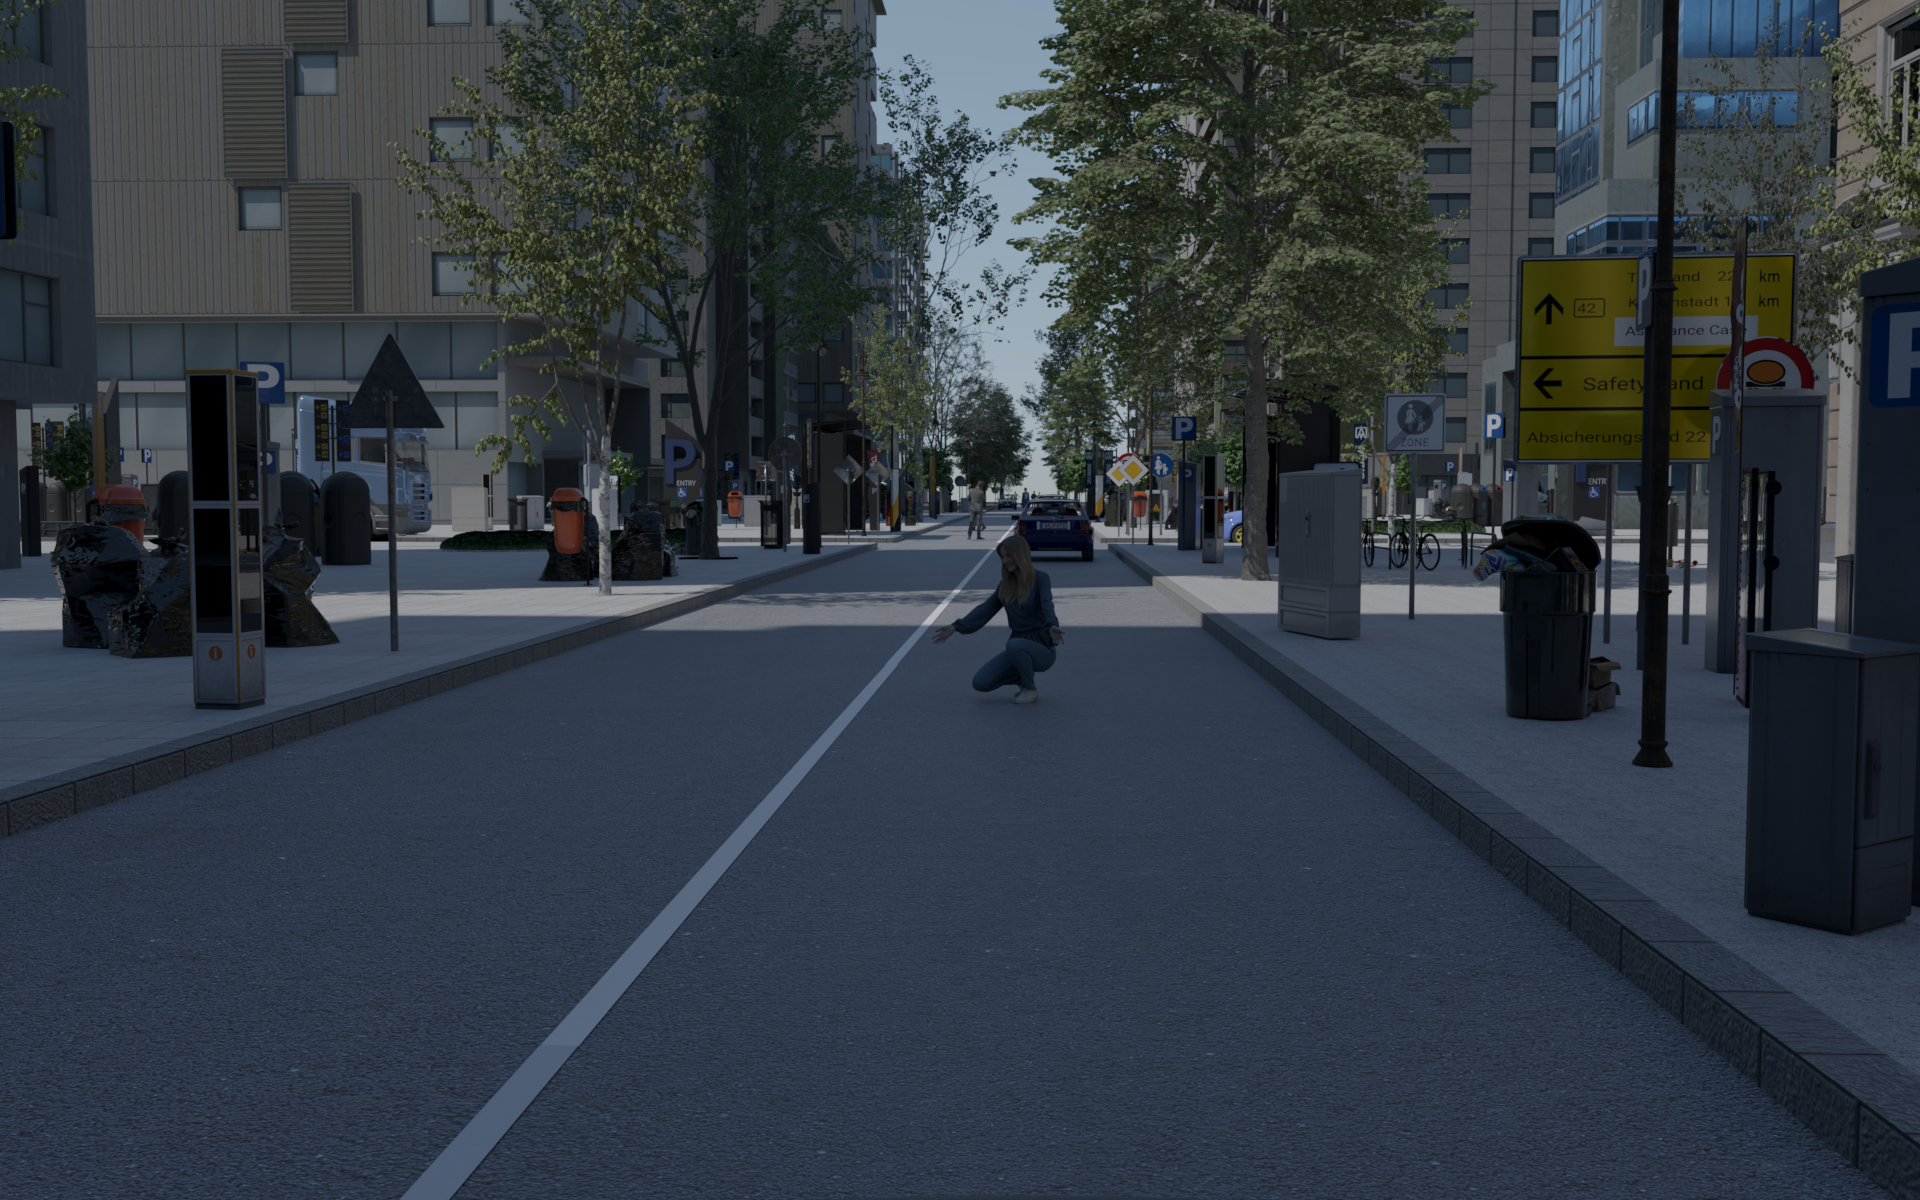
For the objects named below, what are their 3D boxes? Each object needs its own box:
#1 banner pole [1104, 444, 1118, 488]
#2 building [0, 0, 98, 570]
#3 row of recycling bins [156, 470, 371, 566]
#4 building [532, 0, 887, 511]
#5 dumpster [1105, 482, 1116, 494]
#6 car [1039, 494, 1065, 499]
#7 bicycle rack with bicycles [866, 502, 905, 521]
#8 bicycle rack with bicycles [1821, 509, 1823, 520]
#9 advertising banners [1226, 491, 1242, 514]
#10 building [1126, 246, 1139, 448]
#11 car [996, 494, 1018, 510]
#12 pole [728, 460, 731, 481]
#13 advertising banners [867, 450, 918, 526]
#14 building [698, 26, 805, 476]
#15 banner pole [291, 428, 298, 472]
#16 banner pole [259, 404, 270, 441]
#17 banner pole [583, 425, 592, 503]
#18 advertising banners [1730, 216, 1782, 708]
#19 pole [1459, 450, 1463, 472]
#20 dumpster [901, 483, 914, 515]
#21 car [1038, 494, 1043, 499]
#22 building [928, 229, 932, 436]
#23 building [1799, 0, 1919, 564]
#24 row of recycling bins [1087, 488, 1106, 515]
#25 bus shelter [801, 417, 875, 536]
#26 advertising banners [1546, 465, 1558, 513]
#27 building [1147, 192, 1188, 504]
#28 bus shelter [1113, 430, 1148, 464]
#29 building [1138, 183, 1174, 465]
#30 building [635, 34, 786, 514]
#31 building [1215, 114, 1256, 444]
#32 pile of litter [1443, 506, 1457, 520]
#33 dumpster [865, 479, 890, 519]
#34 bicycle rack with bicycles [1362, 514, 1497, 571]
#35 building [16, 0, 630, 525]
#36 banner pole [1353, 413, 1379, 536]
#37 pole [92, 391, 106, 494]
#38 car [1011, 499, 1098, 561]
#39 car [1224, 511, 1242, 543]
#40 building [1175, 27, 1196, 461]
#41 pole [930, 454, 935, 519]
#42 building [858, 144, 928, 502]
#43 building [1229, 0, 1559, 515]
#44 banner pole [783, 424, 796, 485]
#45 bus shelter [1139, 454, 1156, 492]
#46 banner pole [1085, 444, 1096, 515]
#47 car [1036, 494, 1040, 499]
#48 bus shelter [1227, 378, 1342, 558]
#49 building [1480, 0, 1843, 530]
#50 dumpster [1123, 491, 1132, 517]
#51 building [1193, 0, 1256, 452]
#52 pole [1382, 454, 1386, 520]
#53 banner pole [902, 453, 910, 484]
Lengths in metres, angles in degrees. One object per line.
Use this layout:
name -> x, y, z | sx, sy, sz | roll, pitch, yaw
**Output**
banner pole -> 7.571, -5.894, 86.377 | 0.863, 3.779, 0.401 | 0, 4, -2
building -> -22.322, -20.927, 25.759 | 14.086, 41.232, 14.154 | 0, 4, 3
row of recycling bins -> -12.347, -1.450, 30.819 | 3.534, 1.692, 1.069 | -2, 4, -24
building -> -22.284, -35.268, 165.866 | 28.713, 52.752, 27.495 | 0, 4, 3
dumpster -> 7.894, -5.042, 84.924 | 1.502, 2.255, 1.985 | 0, 4, 3
car -> 4.815, -4.954, 90.780 | 2.009, 1.686, 4.222 | 0, 4, 2
bicycle rack with bicycles -> -3.996, -4.256, 82.969 | 2.852, 0.926, 2.925 | -3, 5, -42
bicycle rack with bicycles -> 29.987, -2.848, 59.955 | 2.925, 0.926, 2.852 | -2, 4, -34
advertising banners -> 15.158, -6.145, 96.652 | 0.090, 3.025, 2.074 | -1, 4, -22
building -> 37.370, -37.626, 269.805 | 22.147, 44.769, 28.867 | 0, 4, 3
car -> 4.297, -8.990, 156.777 | 2.009, 1.686, 4.222 | 0, 4, 2
pole -> -13.789, -6.723, 103.764 | 0.158, 3.312, 0.155 | 0, 3, 0
advertising banners -> -2.707, -4.479, 69.414 | 2.074, 3.025, 0.090 | -1, 4, -12
building -> -26.251, -27.425, 140.287 | 32.217, 40.220, 23.993 | 0, 4, 3
banner pole -> -25.073, -4.616, 65.481 | 0.863, 3.779, 0.401 | 3, 5, 40
banner pole -> -14.661, -2.830, 36.294 | 0.401, 3.779, 0.863 | 2, 4, 26
banner pole -> -13.610, -4.481, 63.289 | 0.401, 3.779, 0.863 | 1, 4, 10
advertising banners -> 4.783, -0.873, 10.468 | 0.090, 3.025, 2.074 | 1, 4, 18
pole -> 22.914, -5.228, 79.313 | 0.158, 3.312, 0.155 | 0, 3, 0
dumpster -> -3.038, -5.110, 89.311 | 1.264, 1.857, 1.865 | 0, 4, 3
car -> 7.906, -9.143, 159.716 | 2.015, 1.641, 3.980 | 0, 4, 3
building -> -15.967, -39.732, 269.231 | 23.786, 49.044, 30.456 | 0, 4, 3
building -> 21.833, -14.415, 21.584 | 13.634, 28.700, 20.117 | 0, 4, 3
row of recycling bins -> 8.359, -5.927, 104.013 | 1.069, 1.692, 3.534 | 1, 4, 16
bus shelter -> -3.892, -3.976, 56.294 | 1.731, 3.624, 6.357 | 0, 4, 3
advertising banners -> 17.581, -3.377, 51.400 | 0.090, 3.025, 2.074 | 2, 4, 27
building -> 32.254, -33.664, 234.002 | 14.154, 41.232, 14.086 | 0, 4, 3
bus shelter -> 10.522, -7.885, 106.545 | 2.179, 5.291, 8.768 | 0, 4, 2
building -> 32.903, -36.577, 248.141 | 14.600, 45.320, 14.200 | 0, 4, 3
building -> -19.365, -20.873, 112.978 | 14.160, 30.474, 14.107 | 0, 4, 3
building -> 26.624, -22.145, 133.773 | 14.160, 30.474, 14.107 | 0, 4, 3
pile of litter -> 17.641, -2.898, 61.341 | 1.719, 0.858, 1.176 | -3, 5, -44
dumpster -> -4.397, -5.366, 90.228 | 1.502, 2.255, 1.985 | 0, 4, 3
bicycle rack with bicycles -> 8.099, -1.021, 30.075 | 2.852, 0.926, 2.925 | 0, 4, 5
building -> -29.245, -30.194, 82.915 | 28.713, 52.752, 27.495 | 0, 4, 3
banner pole -> 12.574, -3.892, 53.648 | 0.863, 3.779, 0.401 | 2, 4, 26
pole -> -17.137, -2.486, 34.494 | 0.158, 3.312, 0.155 | 0, 3, 0
car -> 2.088, -1.570, 38.246 | 1.945, 1.354, 3.894 | 0, 4, 4
car -> 8.881, -2.356, 48.118 | 3.694, 1.707, 1.945 | 0, 4, 2
building -> 36.315, -35.855, 175.469 | 28.713, 52.752, 27.495 | 0, 4, 3
pole -> -1.498, -6.044, 92.659 | 0.158, 3.312, 0.155 | 0, 3, 0
building -> -17.682, -37.830, 238.120 | 23.786, 49.044, 30.456 | 0, 4, 3
building -> 28.920, -41.351, 114.337 | 20.563, 71.187, 20.611 | 0, 4, 3
banner pole -> -6.054, -4.363, 61.351 | 0.401, 3.779, 0.863 | -3, 5, -41
bus shelter -> 9.293, -5.892, 90.259 | 2.014, 3.302, 5.546 | 0, 4, 3
banner pole -> 6.557, -5.879, 86.135 | 0.863, 3.779, 0.401 | -2, 4, -30
car -> 12.633, -15.749, 267.289 | 2.009, 1.686, 4.222 | 0, 4, 3
bus shelter -> 7.036, -2.855, 37.957 | 1.731, 3.624, 6.357 | 0, 4, 3
building -> 38.687, -46.344, 70.393 | 31.000, 86.520, 22.319 | 0, 4, 3
dumpster -> 7.753, -4.599, 80.948 | 1.264, 1.857, 1.865 | 0, 4, 3
building -> 32.099, -32.267, 151.266 | 21.300, 48.544, 21.600 | 0, 4, 3
pole -> 21.334, -5.709, 87.192 | 0.158, 3.312, 0.155 | 0, 3, 0
banner pole -> -3.277, -7.122, 106.459 | 0.863, 3.779, 0.401 | 1, 4, 13
